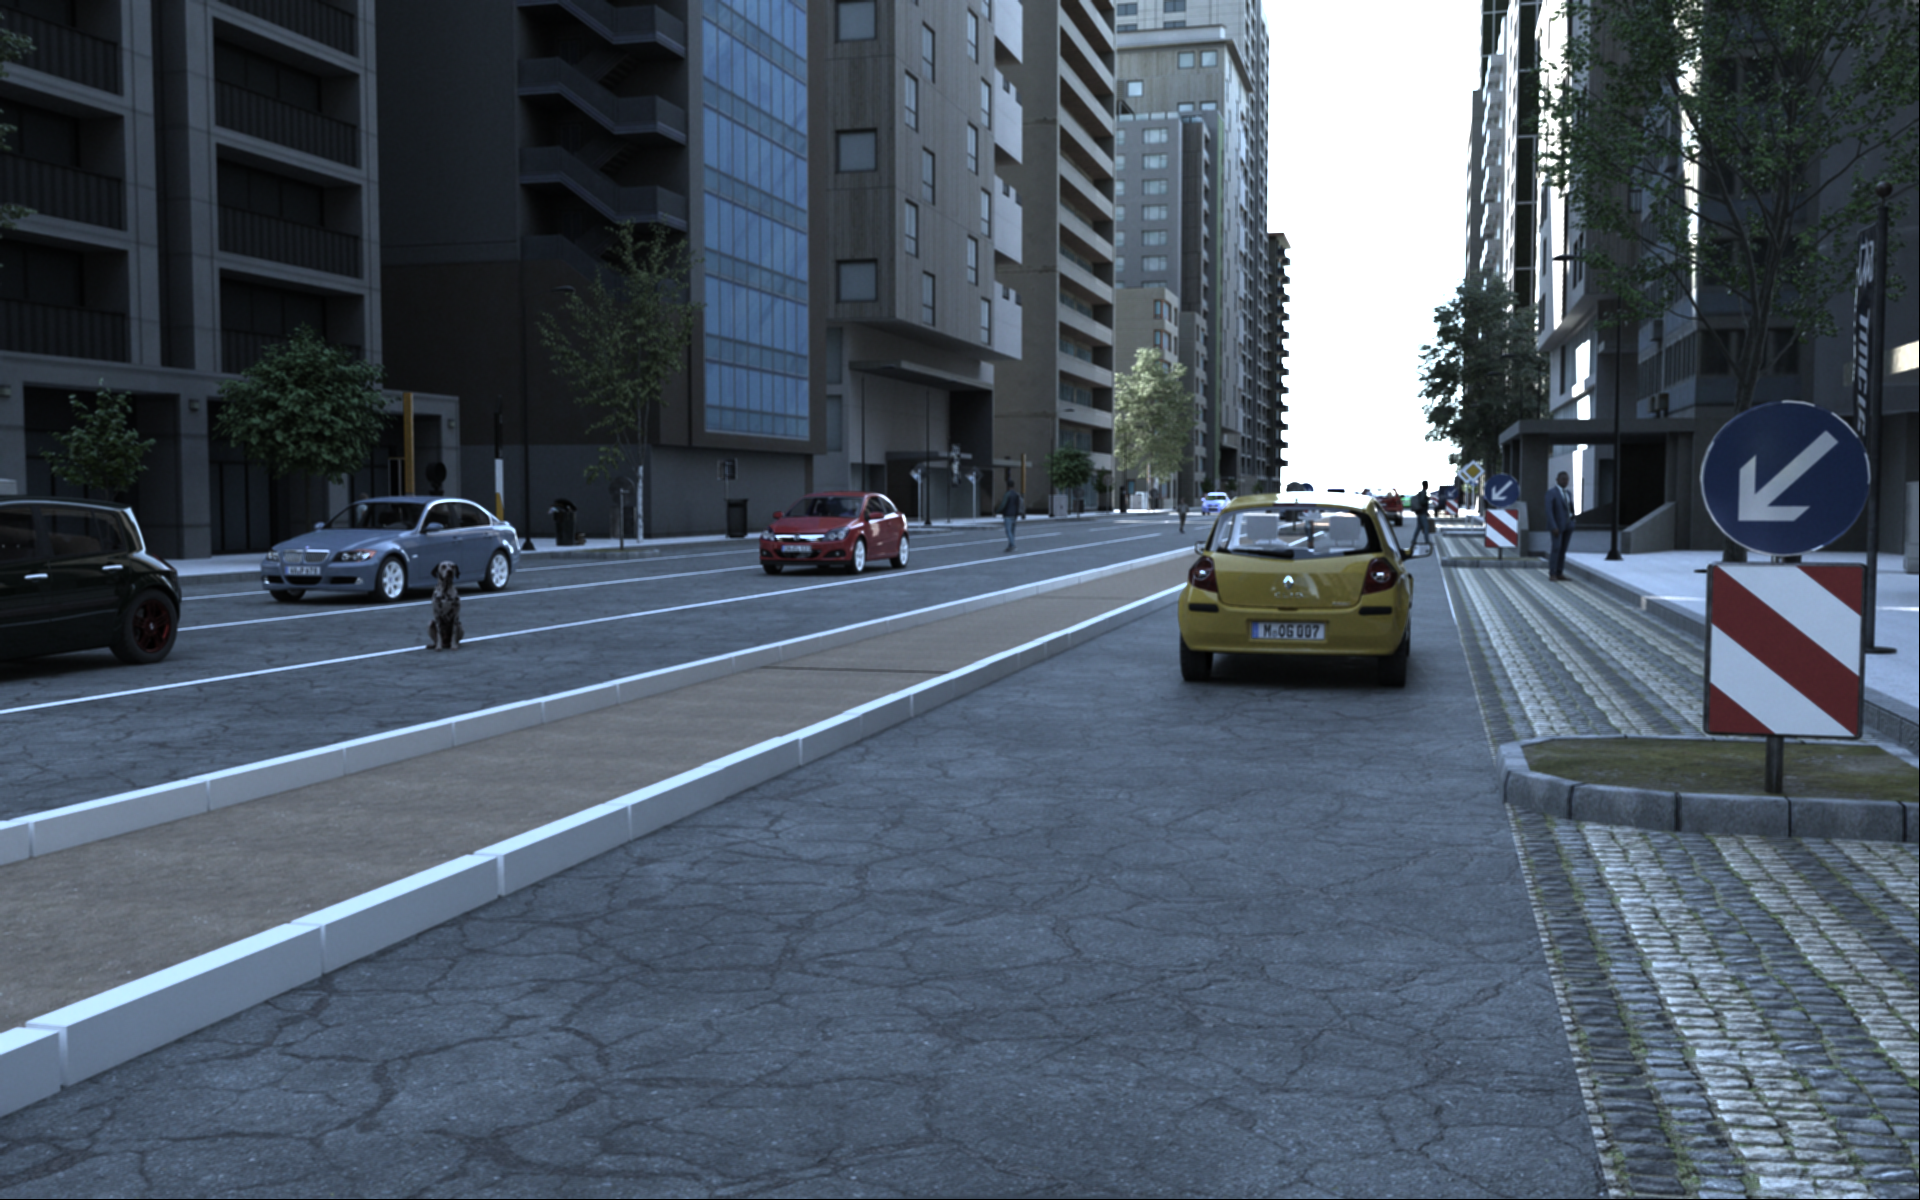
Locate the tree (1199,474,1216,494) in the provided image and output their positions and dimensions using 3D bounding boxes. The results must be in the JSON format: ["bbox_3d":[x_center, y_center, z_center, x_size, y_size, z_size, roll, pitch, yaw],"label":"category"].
[{"bbox_3d":[24.038,-10.584,167.650,1.663,3.219,1.824,0,3,0],"label":"tree"}]

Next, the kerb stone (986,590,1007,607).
[{"bbox_3d":[0.389,0.004,22.126,0.120,0.150,1.000,1,4,15],"label":"kerb stone"}]

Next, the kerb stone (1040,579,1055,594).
[{"bbox_3d":[1.180,-0.178,25.103,0.120,0.150,1.000,1,4,15],"label":"kerb stone"}]

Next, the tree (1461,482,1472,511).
[{"bbox_3d":[40.069,-8.586,134.975,1.663,3.219,1.824,0,3,0],"label":"tree"}]

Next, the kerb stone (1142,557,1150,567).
[{"bbox_3d":[3.551,-0.723,34.010,0.120,0.150,1.000,1,4,15],"label":"kerb stone"}]

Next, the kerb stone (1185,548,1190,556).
[{"bbox_3d":[5.127,-1.085,39.938,0.120,0.150,1.000,1,4,15],"label":"kerb stone"}]

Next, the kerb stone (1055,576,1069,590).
[{"bbox_3d":[1.444,-0.238,26.092,0.120,0.150,1.000,1,4,15],"label":"kerb stone"}]

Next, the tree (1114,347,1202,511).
[{"bbox_3d":[14.820,-13.219,134.255,7.486,12.596,7.792,0,3,0],"label":"tree"}]

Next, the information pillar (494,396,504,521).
[{"bbox_3d":[-10.955,-3.048,41.182,0.183,3.616,0.504,0,4,-4],"label":"information pillar"}]

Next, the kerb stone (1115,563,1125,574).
[{"bbox_3d":[2.761,-0.541,31.042,0.120,0.150,1.000,1,4,15],"label":"kerb stone"}]

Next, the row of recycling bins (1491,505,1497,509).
[{"bbox_3d":[27.285,-4.872,86.774,1.069,1.692,3.534,2,4,24],"label":"row of recycling bins"}]

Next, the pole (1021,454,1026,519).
[{"bbox_3d":[3.210,-5.736,87.626,0.158,3.312,0.155,0,3,0],"label":"pole"}]

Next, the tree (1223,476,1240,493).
[{"bbox_3d":[29.135,-11.739,186.540,1.663,3.219,1.824,0,3,0],"label":"tree"}]

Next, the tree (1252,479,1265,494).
[{"bbox_3d":[37.696,-13.717,218.870,1.663,3.219,1.824,0,3,0],"label":"tree"}]

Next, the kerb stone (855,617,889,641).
[{"bbox_3d":[-0.933,0.307,17.184,0.120,0.150,1.000,1,4,15],"label":"kerb stone"}]

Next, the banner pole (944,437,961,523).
[{"bbox_3d":[-0.308,-5.268,76.143,0.863,3.779,0.401,2,4,34],"label":"banner pole"}]

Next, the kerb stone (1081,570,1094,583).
[{"bbox_3d":[1.977,-0.359,28.068,0.120,0.150,1.000,1,4,15],"label":"kerb stone"}]

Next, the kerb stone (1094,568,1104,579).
[{"bbox_3d":[2.230,-0.420,29.062,0.120,0.150,1.000,1,4,15],"label":"kerb stone"}]

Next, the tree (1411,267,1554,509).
[{"bbox_3d":[29.760,-11.623,96.690,9.857,13.997,8.962,0,3,0],"label":"tree"}]

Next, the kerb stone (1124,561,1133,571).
[{"bbox_3d":[3.022,-0.600,32.030,0.120,0.150,1.000,1,4,15],"label":"kerb stone"}]

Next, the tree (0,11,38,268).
[{"bbox_3d":[-15.295,-6.309,21.279,7.486,12.596,7.792,0,3,0],"label":"tree"}]

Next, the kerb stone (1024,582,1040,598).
[{"bbox_3d":[0.910,-0.117,24.116,0.120,0.150,1.000,1,4,15],"label":"kerb stone"}]

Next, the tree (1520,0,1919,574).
[{"bbox_3d":[12.667,-6.229,27.605,9.928,11.665,9.643,0,3,0],"label":"tree"}]

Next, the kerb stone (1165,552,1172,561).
[{"bbox_3d":[4.343,-0.903,36.973,0.120,0.150,1.000,1,4,15],"label":"kerb stone"}]

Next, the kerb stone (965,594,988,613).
[{"bbox_3d":[0.127,0.065,21.134,0.120,0.150,1.000,1,4,15],"label":"kerb stone"}]

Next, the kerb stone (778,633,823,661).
[{"bbox_3d":[-1.449,0.428,15.204,0.120,0.150,1.000,1,4,15],"label":"kerb stone"}]

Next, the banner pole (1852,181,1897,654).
[{"bbox_3d":[7.444,-1.480,14.208,0.401,3.779,0.863,1,4,11],"label":"banner pole"}]

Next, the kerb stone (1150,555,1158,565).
[{"bbox_3d":[3.818,-0.783,34.997,0.120,0.150,1.000,1,4,15],"label":"kerb stone"}]

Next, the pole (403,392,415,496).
[{"bbox_3d":[-11.071,-2.507,34.834,0.158,3.312,0.155,0,3,0],"label":"pole"}]

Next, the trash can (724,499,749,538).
[{"bbox_3d":[-6.521,-2.381,50.575,0.748,1.137,0.748,0,3,0],"label":"trash can"}]

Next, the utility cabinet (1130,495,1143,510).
[{"bbox_3d":[14.230,-7.858,139.637,1.020,1.237,0.306,-2,4,-32],"label":"utility cabinet"}]

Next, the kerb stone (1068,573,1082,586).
[{"bbox_3d":[1.707,-0.299,27.081,0.120,0.150,1.000,1,4,15],"label":"kerb stone"}]

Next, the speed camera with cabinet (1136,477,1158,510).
[{"bbox_3d":[15.215,-8.978,141.132,0.660,3.252,2.038,-3,5,-39],"label":"speed camera with cabinet"}]

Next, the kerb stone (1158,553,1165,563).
[{"bbox_3d":[4.075,-0.843,35.986,0.120,0.150,1.000,1,4,15],"label":"kerb stone"}]

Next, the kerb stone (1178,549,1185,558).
[{"bbox_3d":[4.874,-1.025,38.947,0.120,0.150,1.000,1,4,15],"label":"kerb stone"}]

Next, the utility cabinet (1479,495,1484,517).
[{"bbox_3d":[29.995,-5.381,99.133,0.306,1.237,1.020,2,4,31],"label":"utility cabinet"}]

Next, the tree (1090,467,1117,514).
[{"bbox_3d":[9.221,-7.237,112.921,1.663,3.219,1.824,0,3,0],"label":"tree"}]

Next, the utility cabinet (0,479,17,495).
[{"bbox_3d":[-13.759,-0.952,24.251,0.318,1.500,1.173,1,4,15],"label":"utility cabinet"}]

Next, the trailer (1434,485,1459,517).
[{"bbox_3d":[30.313,-6.166,107.866,1.471,1.999,3.904,1,4,16],"label":"trailer"}]

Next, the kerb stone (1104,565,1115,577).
[{"bbox_3d":[2.497,-0.474,30.051,0.120,0.150,1.000,1,4,15],"label":"kerb stone"}]

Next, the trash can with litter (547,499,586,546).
[{"bbox_3d":[-9.772,-1.943,43.149,0.624,1.170,1.055,1,4,14],"label":"trash can with litter"}]

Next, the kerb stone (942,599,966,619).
[{"bbox_3d":[-0.141,0.125,20.147,0.120,0.150,1.000,1,4,15],"label":"kerb stone"}]

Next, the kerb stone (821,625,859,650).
[{"bbox_3d":[-1.186,0.368,16.192,0.120,0.150,1.000,1,4,15],"label":"kerb stone"}]

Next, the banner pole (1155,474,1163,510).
[{"bbox_3d":[16.465,-9.397,143.660,0.401,3.779,0.863,-2,4,-33],"label":"banner pole"}]

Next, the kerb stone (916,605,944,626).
[{"bbox_3d":[-0.398,0.186,19.158,0.120,0.150,1.000,1,4,15],"label":"kerb stone"}]

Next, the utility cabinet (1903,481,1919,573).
[{"bbox_3d":[15.578,-1.195,28.220,0.318,1.500,1.173,2,4,26],"label":"utility cabinet"}]

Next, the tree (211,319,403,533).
[{"bbox_3d":[-12.237,-2.996,32.694,4.285,4.588,4.351,0,3,0],"label":"tree"}]

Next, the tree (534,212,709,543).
[{"bbox_3d":[-8.549,-5.790,45.033,4.737,8.622,4.395,0,3,0],"label":"tree"}]

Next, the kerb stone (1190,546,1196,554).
[{"bbox_3d":[5.394,-1.146,40.925,0.120,0.150,1.000,1,4,15],"label":"kerb stone"}]

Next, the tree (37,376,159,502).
[{"bbox_3d":[-14.056,-2.075,28.528,1.663,3.219,1.824,0,3,0],"label":"tree"}]

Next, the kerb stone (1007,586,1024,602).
[{"bbox_3d":[0.655,-0.054,23.120,0.120,0.150,1.000,1,4,15],"label":"kerb stone"}]

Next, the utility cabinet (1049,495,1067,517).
[{"bbox_3d":[5.461,-5.219,96.485,1.020,1.237,0.306,0,4,-3],"label":"utility cabinet"}]

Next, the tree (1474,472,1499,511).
[{"bbox_3d":[32.351,-6.728,104.604,1.663,3.219,1.824,0,3,0],"label":"tree"}]

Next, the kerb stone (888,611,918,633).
[{"bbox_3d":[-0.661,0.246,18.170,0.120,0.150,1.000,1,4,15],"label":"kerb stone"}]

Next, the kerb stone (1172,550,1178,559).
[{"bbox_3d":[4.601,-0.964,37.962,0.120,0.150,1.000,1,4,15],"label":"kerb stone"}]

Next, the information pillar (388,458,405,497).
[{"bbox_3d":[-11.339,-1.871,35.078,0.304,2.012,0.304,2,4,25],"label":"information pillar"}]

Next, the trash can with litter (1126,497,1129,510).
[{"bbox_3d":[13.118,-7.770,138.424,0.624,1.170,1.055,1,4,14],"label":"trash can with litter"}]

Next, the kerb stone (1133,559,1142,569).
[{"bbox_3d":[3.292,-0.662,33.016,0.120,0.150,1.000,1,4,15],"label":"kerb stone"}]

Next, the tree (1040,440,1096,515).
[{"bbox_3d":[6.500,-7.373,104.263,4.285,4.588,4.351,0,3,0],"label":"tree"}]
